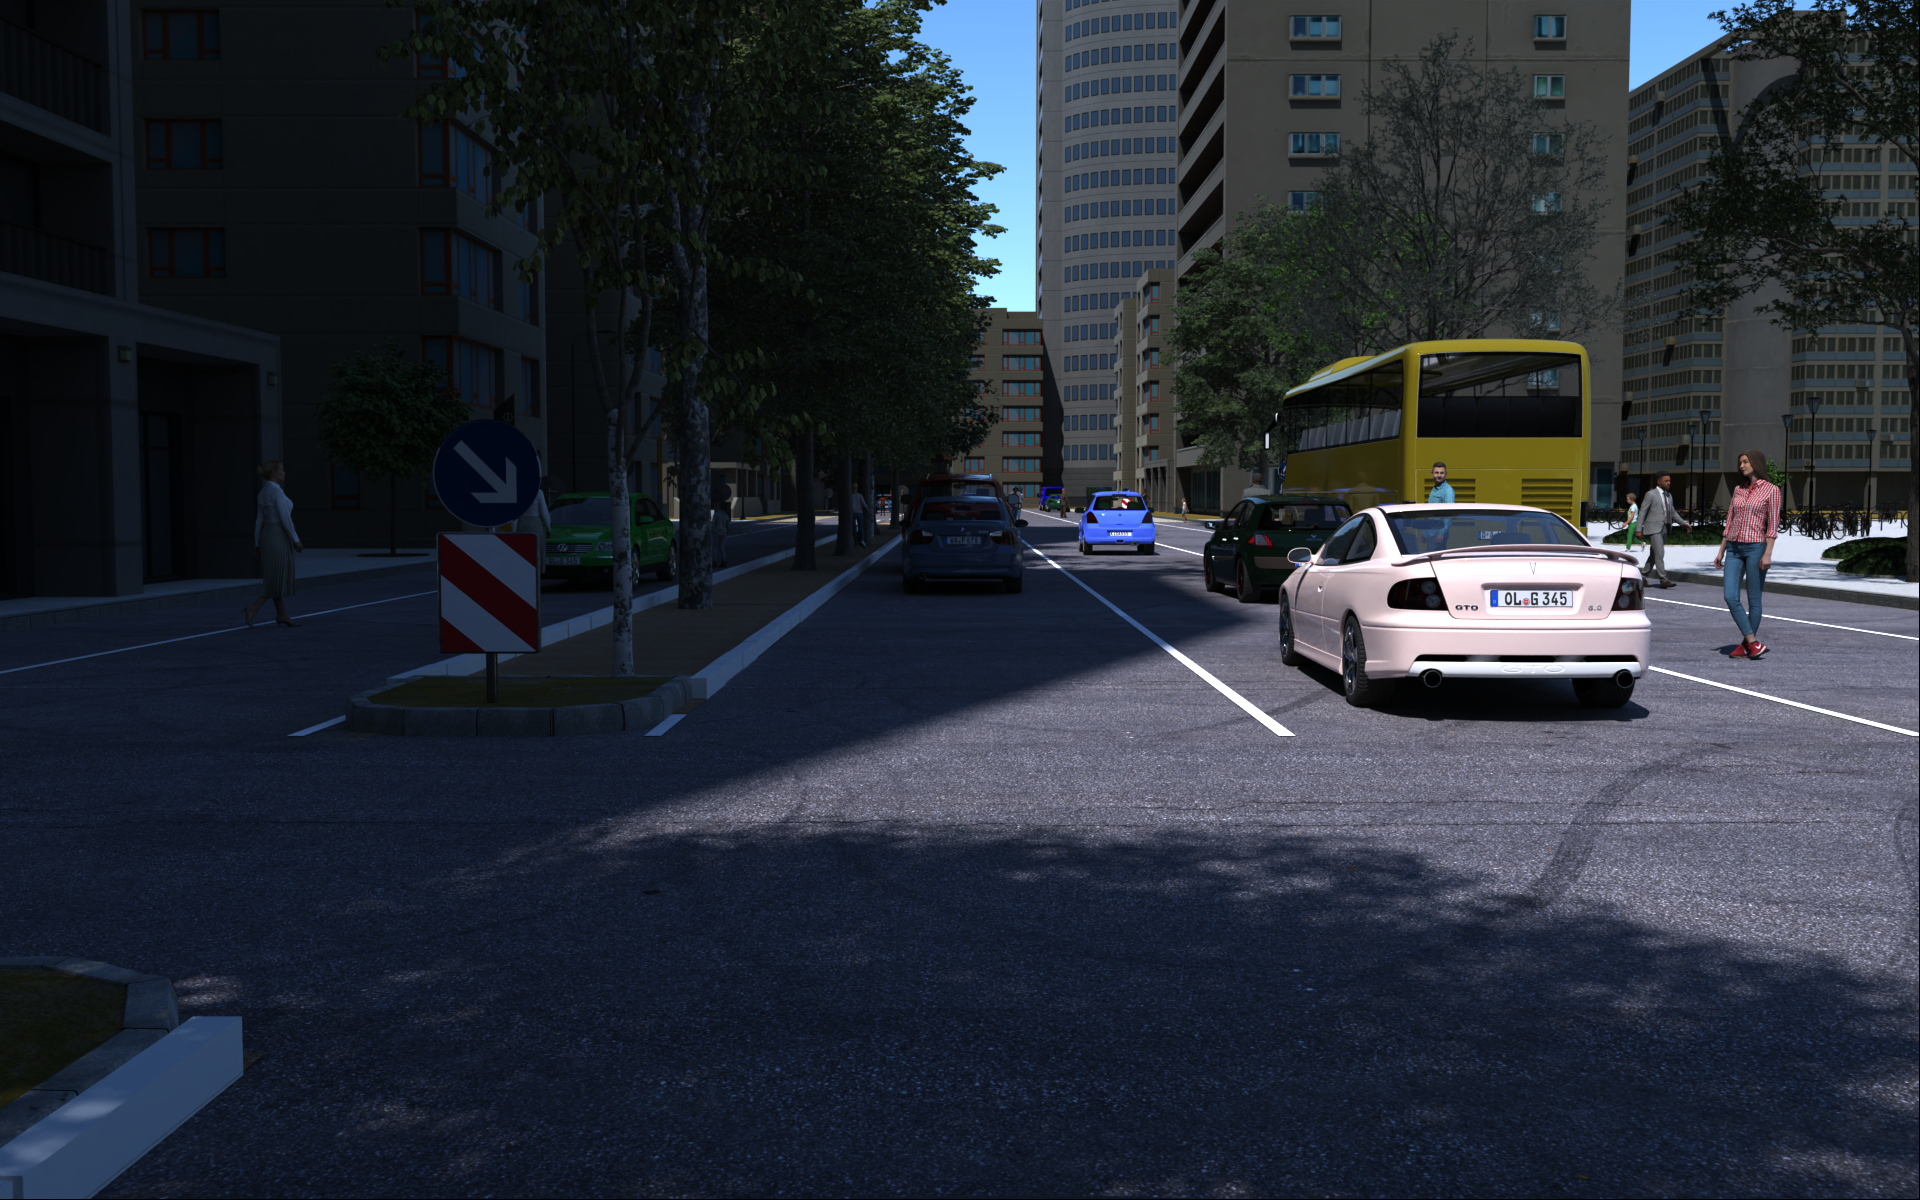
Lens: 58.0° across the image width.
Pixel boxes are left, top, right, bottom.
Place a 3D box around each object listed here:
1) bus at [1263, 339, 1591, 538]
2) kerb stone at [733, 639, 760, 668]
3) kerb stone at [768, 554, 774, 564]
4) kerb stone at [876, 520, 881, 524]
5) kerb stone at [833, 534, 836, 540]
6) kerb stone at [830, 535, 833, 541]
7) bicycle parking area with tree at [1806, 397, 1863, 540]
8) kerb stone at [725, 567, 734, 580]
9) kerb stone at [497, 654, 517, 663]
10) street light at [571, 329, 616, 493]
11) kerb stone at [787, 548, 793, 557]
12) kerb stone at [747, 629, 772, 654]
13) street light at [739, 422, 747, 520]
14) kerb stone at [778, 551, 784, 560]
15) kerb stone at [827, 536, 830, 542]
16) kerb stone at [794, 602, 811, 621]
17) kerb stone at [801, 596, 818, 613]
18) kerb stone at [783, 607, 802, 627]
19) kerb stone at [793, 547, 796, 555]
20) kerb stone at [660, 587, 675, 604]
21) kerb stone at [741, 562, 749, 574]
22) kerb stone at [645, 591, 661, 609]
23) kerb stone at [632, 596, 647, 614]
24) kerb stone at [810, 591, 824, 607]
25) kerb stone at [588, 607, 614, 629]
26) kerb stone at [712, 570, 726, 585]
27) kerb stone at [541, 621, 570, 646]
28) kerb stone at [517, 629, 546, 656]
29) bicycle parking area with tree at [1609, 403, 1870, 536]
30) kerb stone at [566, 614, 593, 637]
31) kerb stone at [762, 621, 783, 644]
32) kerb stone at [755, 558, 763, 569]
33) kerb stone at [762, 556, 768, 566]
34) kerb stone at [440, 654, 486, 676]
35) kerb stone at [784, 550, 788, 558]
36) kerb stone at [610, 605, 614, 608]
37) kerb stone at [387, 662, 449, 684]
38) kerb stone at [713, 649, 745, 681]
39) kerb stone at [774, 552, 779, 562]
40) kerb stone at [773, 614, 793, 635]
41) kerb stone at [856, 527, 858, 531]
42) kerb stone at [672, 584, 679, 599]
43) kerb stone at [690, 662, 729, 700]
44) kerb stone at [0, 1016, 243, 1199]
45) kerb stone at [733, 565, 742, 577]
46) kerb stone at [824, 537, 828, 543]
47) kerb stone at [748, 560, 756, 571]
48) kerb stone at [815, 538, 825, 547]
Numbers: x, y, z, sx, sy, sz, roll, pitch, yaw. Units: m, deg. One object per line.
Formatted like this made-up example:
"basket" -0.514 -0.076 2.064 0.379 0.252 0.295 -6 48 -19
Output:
"bus" 7.528 -2.334 29.709 2.896 3.916 12.252 0 4 2
"kerb stone" -1.828 0.468 14.616 0.120 0.150 1.000 0 3 0
"kerb stone" -3.939 -0.790 35.114 0.120 0.150 1.000 0 3 0
"kerb stone" -3.959 -3.859 85.335 0.120 0.150 1.000 0 3 0
"kerb stone" -3.949 -1.858 52.569 0.120 0.150 1.000 0 3 0
"kerb stone" -3.953 -1.795 51.547 0.120 0.150 1.000 0 3 0
"bicycle parking area with tree" 27.407 -3.845 49.863 9.016 4.147 8.231 -3 4 -36
"kerb stone" -3.942 -0.411 28.962 0.120 0.150 1.000 0 3 0
"kerb stone" -3.941 0.465 14.599 0.120 0.150 1.000 0 3 0
"street light" -10.373 -4.671 48.915 1.470 5.913 1.316 0 3 0
"kerb stone" -3.939 -1.042 39.229 0.120 0.150 1.000 0 3 0
"kerb stone" -1.833 0.401 15.640 0.120 0.150 1.000 0 3 0
"street light" -10.314 -6.967 86.456 1.470 5.913 1.316 0 3 0
"kerb stone" -3.939 -0.916 37.168 0.120 0.150 1.000 0 3 0
"kerb stone" -3.951 -1.732 50.513 0.120 0.150 1.000 0 3 0
"kerb stone" -1.832 0.153 19.733 0.120 0.150 1.000 0 3 0
"kerb stone" -1.833 0.088 20.756 0.120 0.150 1.000 0 3 0
"kerb stone" -1.837 0.213 18.707 0.120 0.150 1.000 0 3 0
"kerb stone" -3.939 -1.104 40.252 0.120 0.150 1.000 0 3 0
"kerb stone" -3.931 -0.032 22.797 0.120 0.150 1.000 0 3 0
"kerb stone" -3.938 -0.539 31.023 0.120 0.150 1.000 0 3 0
"kerb stone" -3.936 0.028 21.774 0.120 0.150 1.000 0 3 0
"kerb stone" -3.935 0.093 20.752 0.120 0.150 1.000 0 3 0
"kerb stone" -1.840 0.026 21.778 0.120 0.150 1.000 0 3 0
"kerb stone" -3.930 0.214 18.702 0.120 0.150 1.000 0 3 0
"kerb stone" -3.939 -0.351 27.936 0.120 0.150 1.000 0 3 0
"kerb stone" -3.942 0.339 16.646 0.120 0.150 1.000 0 3 0
"kerb stone" -3.937 0.403 15.621 0.120 0.150 1.000 0 3 0
"bicycle parking area with tree" 27.697 -4.546 61.322 8.231 4.147 9.016 -1 4 -22
"kerb stone" -3.935 0.277 17.669 0.120 0.150 1.000 0 3 0
"kerb stone" -1.837 0.343 16.663 0.120 0.150 1.000 0 3 0
"kerb stone" -3.936 -0.665 33.069 0.120 0.150 1.000 0 3 0
"kerb stone" -3.942 -0.728 34.091 0.120 0.150 1.000 0 3 0
"kerb stone" -3.927 0.529 13.574 0.120 0.150 1.000 0 3 0
"kerb stone" -3.949 -0.978 38.194 0.120 0.150 1.000 0 3 0
"kerb stone" -3.943 0.154 19.729 0.120 0.150 1.000 0 3 0
"kerb stone" -3.930 0.590 12.552 0.120 0.150 1.000 0 3 0
"kerb stone" -1.830 0.526 13.592 0.120 0.150 1.000 0 3 0
"kerb stone" -3.935 -0.848 36.146 0.120 0.150 1.000 0 3 0
"kerb stone" -1.837 0.277 17.685 0.120 0.150 1.000 0 3 0
"kerb stone" -3.960 -2.857 68.934 0.120 0.150 1.000 0 3 0
"kerb stone" -3.933 -0.099 23.818 0.120 0.150 1.000 0 3 0
"kerb stone" -1.824 0.589 12.562 0.120 0.150 1.000 0 3 0
"kerb stone" -1.828 1.131 3.770 0.120 0.150 1.000 0 3 0
"kerb stone" -3.939 -0.477 29.994 0.120 0.150 1.000 0 3 0
"kerb stone" -3.943 -1.669 49.491 0.120 0.150 1.000 0 3 0
"kerb stone" -3.937 -0.599 32.047 0.120 0.150 1.000 0 3 0
"kerb stone" -3.940 -1.603 48.469 0.120 0.150 1.000 0 3 0
